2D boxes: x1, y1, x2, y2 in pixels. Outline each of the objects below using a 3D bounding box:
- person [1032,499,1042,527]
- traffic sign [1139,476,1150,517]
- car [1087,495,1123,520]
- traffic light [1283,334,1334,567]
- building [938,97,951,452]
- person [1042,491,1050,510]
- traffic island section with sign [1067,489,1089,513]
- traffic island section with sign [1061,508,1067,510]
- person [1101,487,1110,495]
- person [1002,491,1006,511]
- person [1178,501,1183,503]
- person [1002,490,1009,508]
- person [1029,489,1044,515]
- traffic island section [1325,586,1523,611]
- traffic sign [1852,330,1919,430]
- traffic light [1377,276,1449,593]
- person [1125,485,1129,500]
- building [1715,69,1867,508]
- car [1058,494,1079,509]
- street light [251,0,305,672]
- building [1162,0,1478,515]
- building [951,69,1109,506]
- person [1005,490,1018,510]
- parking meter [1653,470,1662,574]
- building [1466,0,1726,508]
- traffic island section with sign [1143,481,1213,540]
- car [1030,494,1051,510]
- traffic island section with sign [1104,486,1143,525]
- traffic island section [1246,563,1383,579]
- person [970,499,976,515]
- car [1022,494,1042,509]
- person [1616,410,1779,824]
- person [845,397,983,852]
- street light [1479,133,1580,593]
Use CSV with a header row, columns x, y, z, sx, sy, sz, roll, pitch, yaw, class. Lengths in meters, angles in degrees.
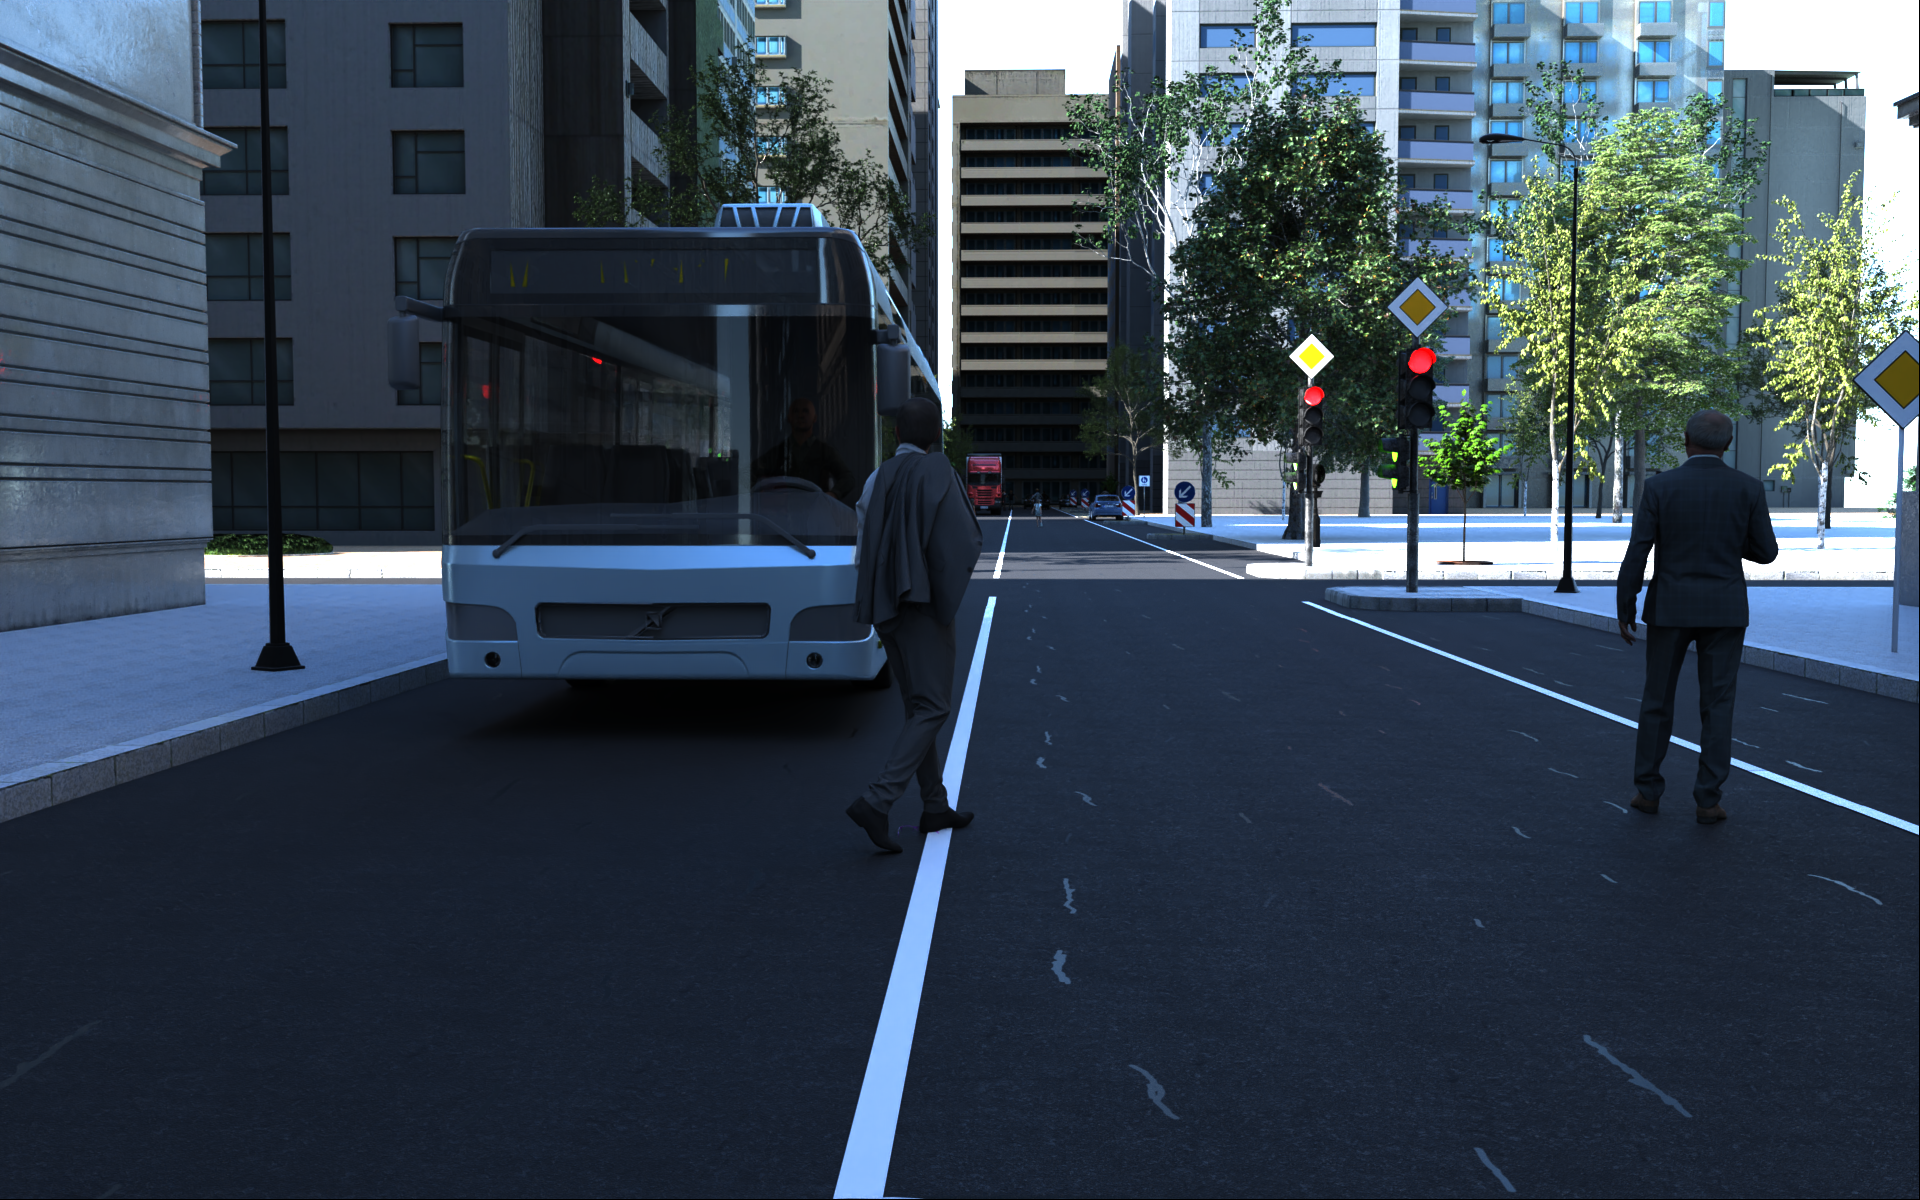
x,y,z,sx,sy,sz,roll,pitch,yaw,class
3.359,-3.792,75.507,0.505,1.210,0.382,1,4,10,person
10.172,-5.718,95.614,0.606,2.300,0.079,0,4,4,traffic sign
8.037,-5.093,95.279,2.014,1.417,4.499,0,4,1,car
6.141,-2.543,30.491,0.839,4.253,0.868,0,4,2,traffic light
-14.479,-37.677,205.252,27.495,52.752,28.713,0,4,2,building
7.541,-8.987,156.264,1.217,1.723,0.721,-1,4,-17,person
9.450,-7.586,132.664,1.989,1.847,2.006,0,4,2,traffic island section with sign
10.315,-9.234,159.606,1.989,1.847,2.006,0,4,2,traffic island section with sign
11.675,-8.121,138.826,1.348,1.824,0.705,3,4,36,person
3.651,-8.389,146.466,0.445,1.727,0.742,-3,4,-37,person
10.591,-4.662,82.376,0.767,1.812,0.694,0,4,0,person
4.534,-10.594,181.338,1.348,1.869,0.705,2,4,26,person
5.323,-6.809,119.913,1.350,1.814,0.705,-3,5,-40,person
5.925,-0.021,22.623,2.009,0.180,2.903,0,4,2,traffic island section
7.595,-0.869,13.942,0.795,2.593,0.064,0,4,6,traffic sign
5.886,-2.054,22.510,0.839,4.253,0.868,0,4,2,traffic light
11.240,-6.769,116.349,0.705,1.869,1.348,0,4,7,person
78.312,-29.774,170.407,14.086,41.232,14.154,0,4,2,building
10.205,-9.385,163.233,2.009,1.686,4.222,0,4,4,car
-4.454,-2.443,12.483,1.470,5.913,1.316,0,4,2,street light
23.966,-35.386,120.562,21.231,58.520,28.212,0,4,2,building
9.961,-35.346,201.615,21.600,48.544,21.300,0,4,2,building
4.505,-8.867,153.480,1.348,1.822,0.705,1,4,18,person
7.577,-0.611,18.406,0.372,1.533,0.369,0,3,0,parking meter
55.897,-33.418,165.997,30.456,49.044,23.786,0,4,2,building
6.981,-2.848,55.189,1.989,1.847,2.006,0,4,2,traffic island section with sign
7.478,-9.256,161.121,2.009,1.686,4.222,0,4,2,car
7.829,-4.496,82.131,1.989,1.847,2.006,0,4,2,traffic island section with sign
6.181,-0.509,30.604,2.009,0.180,2.903,0,4,2,traffic island section
0.433,-3.283,66.845,0.362,1.253,0.373,2,4,33,person
6.957,-9.537,165.714,2.009,1.686,4.222,0,4,2,car
3.283,0.057,7.752,0.661,1.801,0.590,1,4,17,person
-0.167,0.091,7.109,0.679,1.850,0.850,3,5,40,person
7.382,-3.052,22.449,1.470,5.913,1.316,0,4,2,street light
